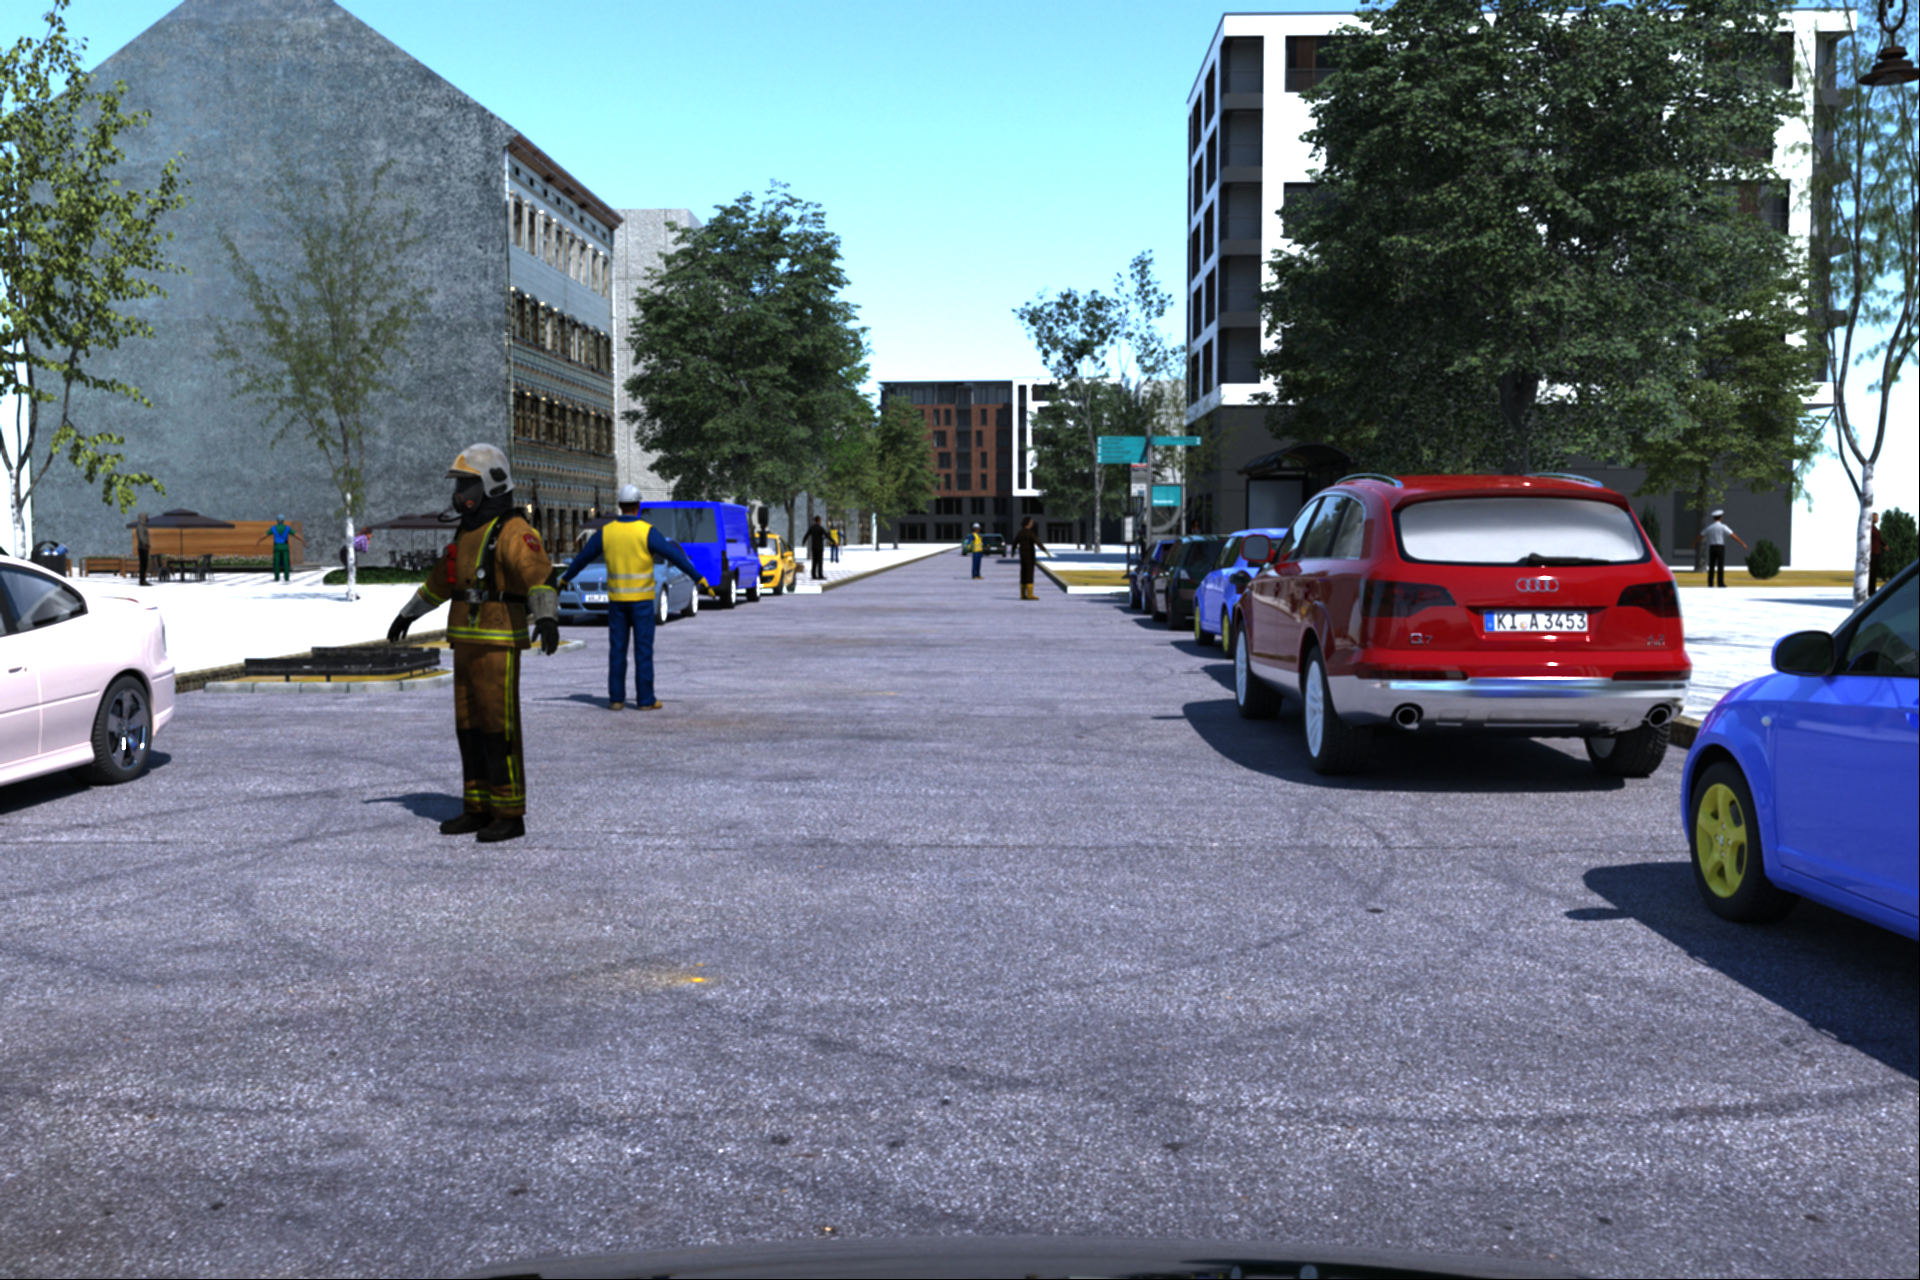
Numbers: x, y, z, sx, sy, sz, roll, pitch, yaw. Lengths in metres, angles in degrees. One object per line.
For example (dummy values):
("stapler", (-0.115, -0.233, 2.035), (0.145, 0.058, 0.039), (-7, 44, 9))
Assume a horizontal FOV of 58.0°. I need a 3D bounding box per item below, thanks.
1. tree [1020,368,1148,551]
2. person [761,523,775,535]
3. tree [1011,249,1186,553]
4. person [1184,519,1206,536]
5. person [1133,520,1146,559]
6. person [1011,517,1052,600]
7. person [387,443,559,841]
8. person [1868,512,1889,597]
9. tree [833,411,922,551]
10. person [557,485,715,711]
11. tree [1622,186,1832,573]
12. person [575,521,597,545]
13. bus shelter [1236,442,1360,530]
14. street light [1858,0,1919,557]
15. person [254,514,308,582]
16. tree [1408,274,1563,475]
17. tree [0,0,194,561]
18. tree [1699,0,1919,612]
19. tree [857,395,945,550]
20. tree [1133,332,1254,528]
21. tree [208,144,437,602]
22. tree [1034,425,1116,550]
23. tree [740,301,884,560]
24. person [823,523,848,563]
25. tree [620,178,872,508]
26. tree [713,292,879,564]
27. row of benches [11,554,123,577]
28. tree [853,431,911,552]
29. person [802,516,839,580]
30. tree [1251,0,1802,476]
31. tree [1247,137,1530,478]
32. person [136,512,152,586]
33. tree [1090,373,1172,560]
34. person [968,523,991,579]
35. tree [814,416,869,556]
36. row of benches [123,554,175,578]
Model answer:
("tree", (9.705, -13.748, 131.436), (9.857, 13.997, 8.962), (0, 3, 0))
("person", (-8.068, -4.040, 71.917), (1.347, 1.847, 0.705), (-2, 4, -35))
("tree", (10.043, -15.905, 115.940), (12.611, 20.169, 13.585), (0, 3, 0))
("person", (8.623, -3.496, 63.301), (1.345, 1.843, 0.704), (-1, 4, -11))
("person", (7.390, -3.901, 69.558), (1.354, 1.856, 0.705), (-3, 5, -45))
("person", (1.493, -1.781, 37.708), (0.704, 1.812, 1.346), (-3, 4, -36))
("person", (-2.261, 0.002, 8.194), (1.354, 1.858, 0.705), (3, 5, 42))
("person", (18.768, -1.753, 35.475), (1.215, 1.729, 0.721), (-3, 5, -45))
("tree", (-6.474, -11.957, 129.909), (7.601, 10.594, 8.767), (-3, 5, -41))
("person", (-2.679, -0.350, 14.146), (1.349, 1.833, 0.705), (0, 4, 7))
("tree", (24.834, -8.497, 57.053), (7.486, 12.596, 7.792), (0, 3, 0))
("person", (-15.115, -3.956, 70.862), (1.347, 1.806, 0.705), (-2, 4, -29))
("bus shelter", (7.873, -2.873, 40.902), (2.014, 3.302, 5.546), (0, 4, 2))
("street light", (7.195, -2.448, 12.814), (0.468, 5.910, 1.993), (0, 4, 2))
("person", (-18.283, -2.479, 46.654), (1.347, 1.817, 0.704), (-1, 4, -20))
("tree", (13.205, -5.850, 46.016), (4.360, 8.622, 3.978), (0, 3, 0))
("tree", (-11.220, -4.289, 20.486), (4.737, 8.622, 4.395), (0, 3, 0))
("tree", (9.469, -4.154, 18.279), (4.360, 8.622, 3.978), (0, 3, 0))
("tree", (-5.026, -13.616, 140.755), (7.486, 12.596, 7.792), (0, 3, 0))
("tree", (7.954, -6.907, 63.293), (4.360, 8.622, 3.978), (0, 3, 0))
("tree", (-11.337, -5.036, 32.700), (4.360, 8.622, 3.978), (0, 3, 0))
("tree", (9.560, -12.806, 143.791), (7.601, 10.594, 8.767), (1, 4, 14))
("tree", (-7.718, -10.171, 84.415), (7.486, 12.596, 7.792), (0, 3, 0))
("person", (-5.548, -4.305, 76.846), (1.216, 1.772, 0.721), (1, 4, 11))
("tree", (-8.136, -9.581, 63.306), (9.857, 13.997, 8.962), (0, 3, 0))
("tree", (-7.363, -9.108, 74.668), (9.928, 11.665, 9.643), (0, 3, 0))
("row of benches", (-26.996, -2.205, 51.519), (4.104, 0.672, 1.422), (-3, 5, -43))
("tree", (-5.866, -10.439, 121.040), (4.737, 8.622, 4.395), (0, 3, 0))
("person", (-3.994, -2.606, 48.829), (1.346, 1.802, 0.704), (3, 4, 38))
("tree", (9.957, -7.615, 31.154), (9.857, 13.997, 8.962), (0, 3, 0))
("tree", (13.212, -8.991, 53.664), (9.857, 13.997, 8.962), (0, 3, 0))
("person", (-20.147, -2.243, 42.803), (0.705, 1.813, 1.348), (-2, 4, -24))
("tree", (8.020, -7.839, 78.524), (4.737, 8.622, 4.395), (0, 3, 0))
("person", (0.598, -2.829, 55.169), (0.721, 1.772, 1.216), (2, 4, 35))
("tree", (-6.771, -9.252, 101.625), (4.360, 8.622, 3.978), (0, 3, 0))
("row of benches", (-24.396, -2.246, 52.181), (1.422, 0.672, 4.104), (-1, 4, -13))
